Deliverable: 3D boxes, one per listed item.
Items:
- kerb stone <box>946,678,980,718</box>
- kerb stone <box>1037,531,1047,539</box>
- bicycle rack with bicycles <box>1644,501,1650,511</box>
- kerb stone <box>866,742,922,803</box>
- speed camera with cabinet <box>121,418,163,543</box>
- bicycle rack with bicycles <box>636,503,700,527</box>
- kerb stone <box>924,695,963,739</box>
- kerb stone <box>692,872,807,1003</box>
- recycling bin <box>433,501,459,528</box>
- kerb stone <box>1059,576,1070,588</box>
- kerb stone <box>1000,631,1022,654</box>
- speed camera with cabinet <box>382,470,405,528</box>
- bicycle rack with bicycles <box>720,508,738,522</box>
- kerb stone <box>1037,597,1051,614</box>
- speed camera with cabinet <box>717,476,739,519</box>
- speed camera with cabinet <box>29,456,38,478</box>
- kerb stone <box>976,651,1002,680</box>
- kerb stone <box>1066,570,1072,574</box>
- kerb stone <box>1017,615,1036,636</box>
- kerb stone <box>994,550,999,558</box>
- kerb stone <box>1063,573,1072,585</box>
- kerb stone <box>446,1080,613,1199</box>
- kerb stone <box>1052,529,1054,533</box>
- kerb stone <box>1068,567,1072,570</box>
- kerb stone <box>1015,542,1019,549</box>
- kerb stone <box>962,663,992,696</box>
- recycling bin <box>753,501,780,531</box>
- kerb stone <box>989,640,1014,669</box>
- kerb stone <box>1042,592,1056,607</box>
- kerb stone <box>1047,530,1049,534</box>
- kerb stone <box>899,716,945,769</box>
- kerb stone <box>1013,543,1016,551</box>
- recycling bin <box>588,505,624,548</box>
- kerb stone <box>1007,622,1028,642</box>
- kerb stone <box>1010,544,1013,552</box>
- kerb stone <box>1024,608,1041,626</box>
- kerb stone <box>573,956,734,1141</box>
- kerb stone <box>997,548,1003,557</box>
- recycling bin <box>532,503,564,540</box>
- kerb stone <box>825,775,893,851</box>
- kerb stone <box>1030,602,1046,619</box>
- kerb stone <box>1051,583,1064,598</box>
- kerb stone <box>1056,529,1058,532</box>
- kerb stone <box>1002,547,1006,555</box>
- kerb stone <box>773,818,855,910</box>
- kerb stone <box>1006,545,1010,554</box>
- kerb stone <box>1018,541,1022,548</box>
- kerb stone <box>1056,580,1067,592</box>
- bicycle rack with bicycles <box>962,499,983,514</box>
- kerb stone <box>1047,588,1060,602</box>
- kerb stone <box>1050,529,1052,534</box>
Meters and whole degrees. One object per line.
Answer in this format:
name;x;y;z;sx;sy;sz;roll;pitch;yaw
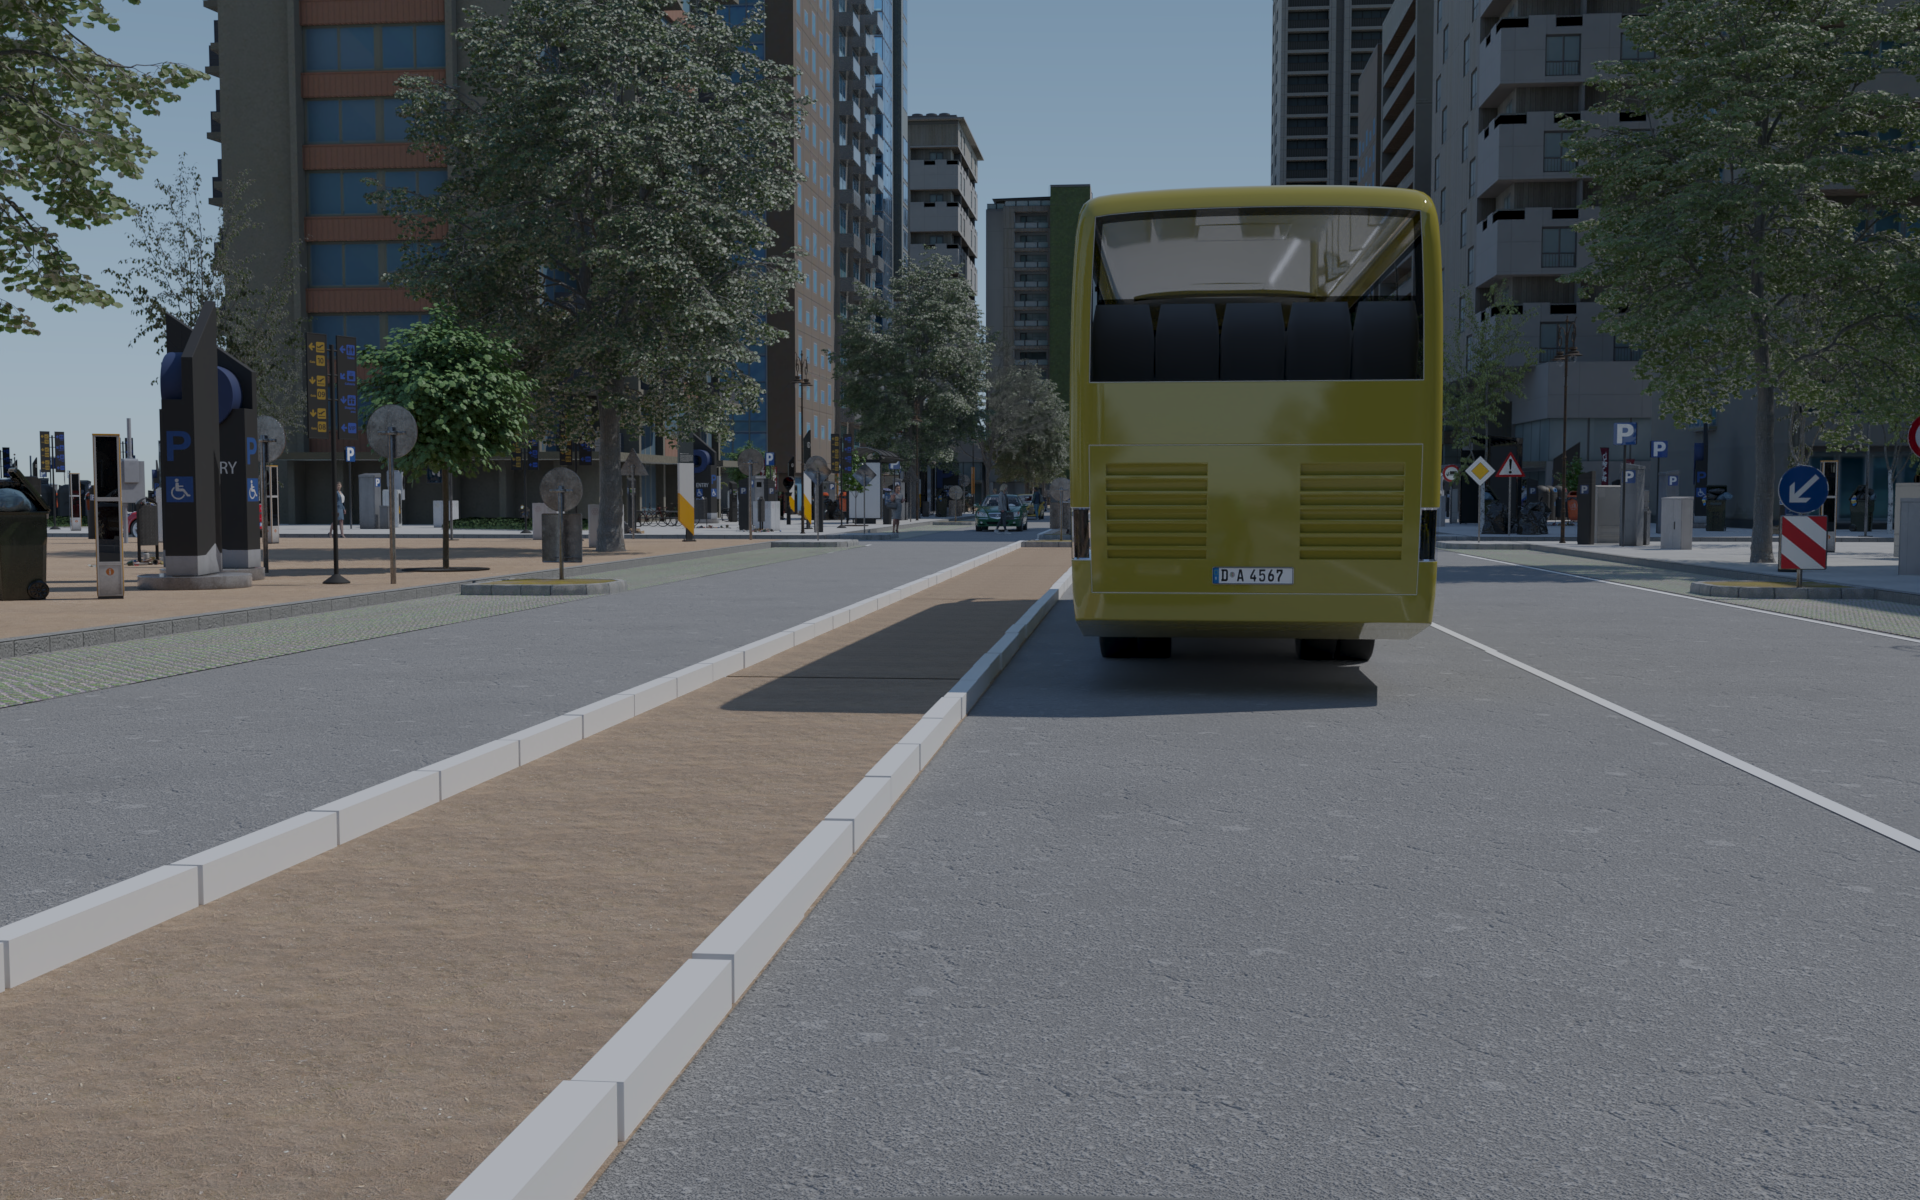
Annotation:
kerb stone;0.007;0.659;11.453;0.120;0.150;1.000;0;4;6
kerb stone;2.695;-2.129;57.012;0.120;0.150;1.000;0;4;6
bicycle rack with bicycles;35.920;-4.613;88.811;2.852;0.926;2.925;1;4;11
kerb stone;-0.321;0.845;8.388;0.120;0.150;1.000;0;4;6
speed camera with cabinet;-21.213;-3.143;45.727;2.038;3.252;0.660;-3;5;-40
bicycle rack with bicycles;-11.770;-3.381;68.655;2.925;0.926;2.852;-1;4;-19
kerb stone;-0.107;0.719;10.433;0.120;0.150;1.000;0;4;6
kerb stone;-0.637;1.032;5.337;0.120;0.150;1.000;0;4;6
recycling bin;-19.656;-3.283;66.231;0.722;1.027;0.722;1;4;9
kerb stone;1.512;-0.217;25.741;0.120;0.150;1.000;0;4;6
kerb stone;0.435;0.412;15.525;0.120;0.150;1.000;0;4;6
speed camera with cabinet;-21.965;-4.457;67.200;0.660;3.252;2.038;-1;4;-10
bicycle rack with bicycles;-9.937;-4.147;81.190;2.925;0.926;2.852;-1;4;-16
kerb stone;0.970;0.096;20.621;0.120;0.150;1.000;0;4;6
speed camera with cabinet;-11.194;-5.443;83.329;2.038;3.252;0.660;0;4;-2
speed camera with cabinet;-48.426;-5.782;88.864;2.038;3.252;0.660;0;4;2
kerb stone;0.210;0.537;13.487;0.120;0.150;1.000;0;4;6
kerb stone;1.728;-0.342;27.780;0.120;0.150;1.000;0;4;6
kerb stone;0.649;0.283;17.564;0.120;0.150;1.000;0;4;6
kerb stone;0.696;-0.973;38.108;0.120;0.150;1.000;0;4;6
kerb stone;1.621;-0.279;26.757;0.120;0.150;1.000;0;4;6
kerb stone;-0.860;1.156;3.290;0.120;0.150;1.000;0;4;6
kerb stone;3.125;-2.378;61.092;0.120;0.150;1.000;0;4;6
kerb stone;1.843;-0.404;28.796;0.120;0.150;1.000;0;4;6
kerb stone;1.344;-1.347;44.223;0.120;0.150;1.000;0;4;6
kerb stone;0.111;0.597;12.470;0.120;0.150;1.000;0;4;6
recycling bin;-6.766;-2.937;60.569;0.722;1.027;0.722;1;4;22
kerb stone;0.330;0.471;14.502;0.120;0.150;1.000;0;4;6
kerb stone;1.080;0.035;21.648;0.120;0.150;1.000;0;4;6
kerb stone;2.805;-2.192;58.029;0.120;0.150;1.000;0;4;6
kerb stone;-0.209;0.782;9.404;0.120;0.150;1.000;0;4;6
kerb stone;1.245;-1.284;43.196;0.120;0.150;1.000;0;4;6
recycling bin;-8.496;-1.776;41.598;0.722;1.027;0.722;0;4;1
kerb stone;0.530;0.345;16.549;0.120;0.150;1.000;0;4;6
kerb stone;1.135;-1.214;42.180;0.120;0.150;1.000;0;4;6
kerb stone;0.755;0.221;18.588;0.120;0.150;1.000;0;4;6
kerb stone;-0.744;1.101;4.305;0.120;0.150;1.000;0;4;6
kerb stone;0.808;-1.036;39.131;0.120;0.150;1.000;0;4;6
recycling bin;-11.562;-2.210;48.685;0.722;1.027;0.722;0;4;4
kerb stone;-0.426;0.911;7.370;0.120;0.150;1.000;0;4;6
kerb stone;0.858;0.158;19.605;0.120;0.150;1.000;0;4;6
kerb stone;1.302;-0.091;23.689;0.120;0.150;1.000;0;4;6
kerb stone;3.446;-2.560;64.148;0.120;0.150;1.000;0;4;6
kerb stone;0.916;-1.098;40.147;0.120;0.150;1.000;0;4;6
kerb stone;-0.537;0.979;6.355;0.120;0.150;1.000;0;4;6
kerb stone;1.025;-1.159;41.163;0.120;0.150;1.000;0;4;6
kerb stone;1.457;-1.409;45.239;0.120;0.150;1.000;0;4;6
kerb stone;1.402;-0.153;24.719;0.120;0.150;1.000;0;4;6
bicycle rack with bicycles;0.392;-6.400;118.018;2.852;0.926;2.925;-2;4;-35
kerb stone;1.191;-0.026;22.668;0.120;0.150;1.000;0;4;6
kerb stone;3.021;-2.317;60.071;0.120;0.150;1.000;0;4;6
